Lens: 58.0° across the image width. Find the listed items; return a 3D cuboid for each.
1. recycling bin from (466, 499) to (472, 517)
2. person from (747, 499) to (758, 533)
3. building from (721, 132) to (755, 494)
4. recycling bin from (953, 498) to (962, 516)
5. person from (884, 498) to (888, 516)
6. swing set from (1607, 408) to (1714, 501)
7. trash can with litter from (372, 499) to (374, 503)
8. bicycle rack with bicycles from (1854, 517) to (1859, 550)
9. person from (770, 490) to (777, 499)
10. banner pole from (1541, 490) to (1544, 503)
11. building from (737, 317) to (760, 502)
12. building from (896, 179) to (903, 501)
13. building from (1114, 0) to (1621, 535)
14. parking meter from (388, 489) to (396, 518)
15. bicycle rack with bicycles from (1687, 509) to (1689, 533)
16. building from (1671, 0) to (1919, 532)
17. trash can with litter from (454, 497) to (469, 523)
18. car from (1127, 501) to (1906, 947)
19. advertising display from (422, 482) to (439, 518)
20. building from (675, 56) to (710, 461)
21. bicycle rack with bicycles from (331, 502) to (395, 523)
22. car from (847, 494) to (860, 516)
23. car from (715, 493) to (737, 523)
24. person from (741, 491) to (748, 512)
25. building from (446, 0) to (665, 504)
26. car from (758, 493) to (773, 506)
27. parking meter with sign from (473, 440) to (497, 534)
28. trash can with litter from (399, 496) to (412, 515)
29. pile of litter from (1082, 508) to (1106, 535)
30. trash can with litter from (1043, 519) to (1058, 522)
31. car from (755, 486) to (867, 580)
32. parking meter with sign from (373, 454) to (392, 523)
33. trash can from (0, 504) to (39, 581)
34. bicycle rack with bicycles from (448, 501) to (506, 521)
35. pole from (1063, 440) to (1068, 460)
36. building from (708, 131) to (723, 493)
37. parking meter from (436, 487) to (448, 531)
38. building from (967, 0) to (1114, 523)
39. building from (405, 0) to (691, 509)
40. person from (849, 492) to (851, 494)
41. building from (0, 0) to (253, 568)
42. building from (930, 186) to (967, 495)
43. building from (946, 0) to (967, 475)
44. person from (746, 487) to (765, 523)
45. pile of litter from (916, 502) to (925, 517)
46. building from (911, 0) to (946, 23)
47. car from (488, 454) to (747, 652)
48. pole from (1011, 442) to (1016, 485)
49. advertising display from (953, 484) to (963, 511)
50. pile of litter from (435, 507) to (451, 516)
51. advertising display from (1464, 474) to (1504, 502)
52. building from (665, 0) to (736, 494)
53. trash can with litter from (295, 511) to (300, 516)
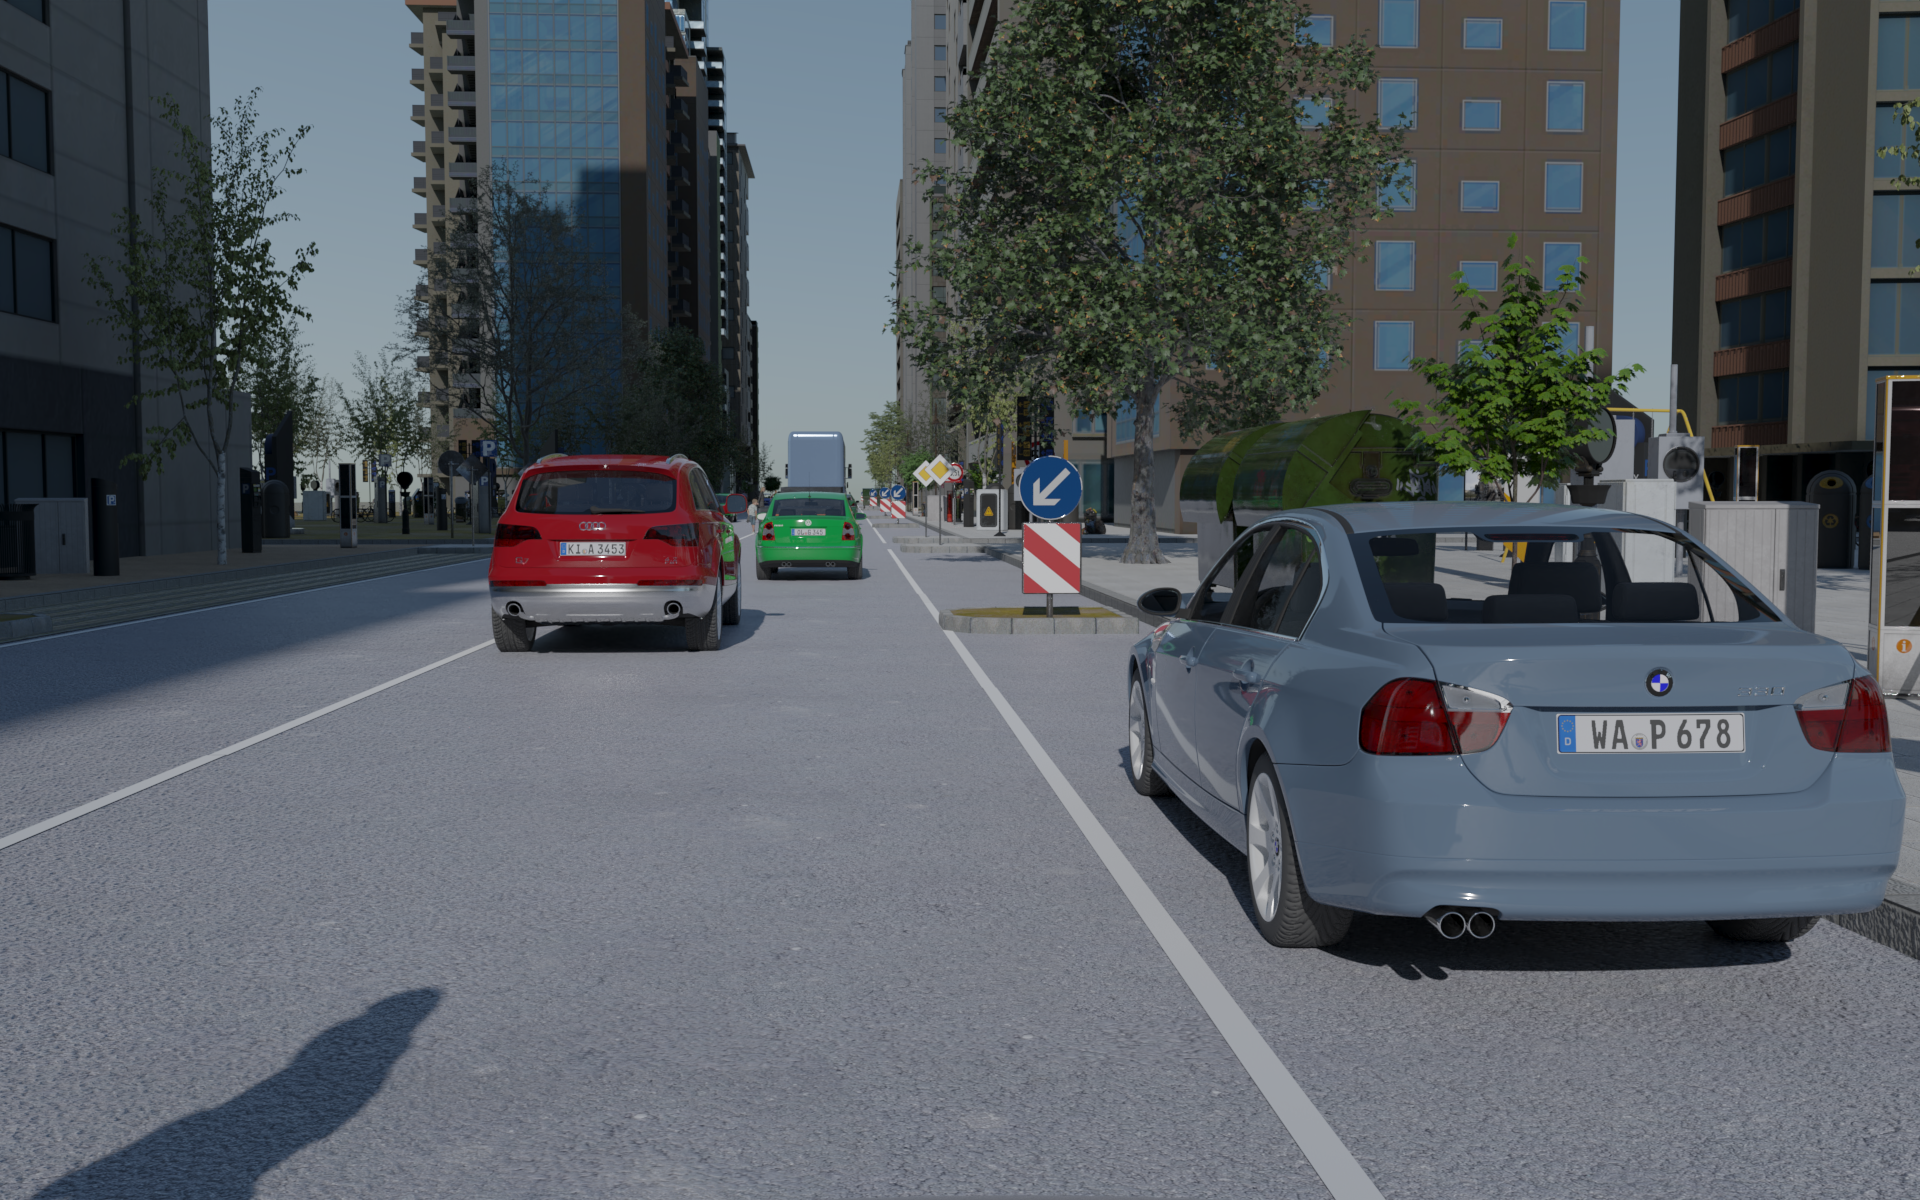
[{"bbox_3d":[-27.297,-5.101,95.954,0.722,1.027,0.722,-2,4,-25],"label":"recycling bin"},{"bbox_3d":[-7.521,-3.038,62.859,0.352,1.250,0.332,-2,4,-35],"label":"person"},{"bbox_3d":[-45.059,-40.718,254.981,28.713,52.752,27.495,0,4,-4],"label":"building"},{"bbox_3d":[-0.314,-5.471,102.012,0.722,1.027,0.722,-1,4,-9],"label":"recycling bin"},{"bbox_3d":[-4.840,-6.152,113.371,0.425,1.301,0.394,1,4,14],"label":"person"},{"bbox_3d":[12.103,-2.081,31.642,3.119,2.851,2.862,-1,4,-21],"label":"swing set"},{"bbox_3d":[-33.442,-5.395,99.593,0.624,1.170,1.055,-1,4,-15],"label":"trash can with litter"},{"bbox_3d":[19.457,-1.652,40.386,2.852,0.926,2.925,-3,4,-36],"label":"bicycle rack with bicycles"},{"bbox_3d":[-18.885,-10.357,177.801,1.348,1.831,0.705,-2,4,-26],"label":"person"},{"bbox_3d":[17.347,-3.808,52.277,0.863,3.779,0.401,0,4,7],"label":"banner pole"},{"bbox_3d":[-39.543,-30.900,276.917,14.160,30.474,14.107,0,4,-4],"label":"building"},{"bbox_3d":[1.618,-38.497,253.132,21.300,48.544,21.600,0,4,-4],"label":"building"},{"bbox_3d":[13.236,-25.100,60.494,14.200,45.320,14.600,0,4,-4],"label":"building"},{"bbox_3d":[-30.960,-5.260,94.406,0.372,1.533,0.369,0,3,0],"label":"parking meter"},{"bbox_3d":[19.128,-1.826,43.236,2.925,0.926,2.852,-2,4,-32],"label":"bicycle rack with bicycles"},{"bbox_3d":[42.467,-25.172,66.192,28.867,44.769,22.147,0,4,-4],"label":"building"},{"bbox_3d":[-22.470,-4.080,78.097,0.624,1.170,1.055,-1,4,-14],"label":"trash can with litter"},{"bbox_3d":[1.768,0.318,6.800,2.014,1.417,4.499,0,4,-3],"label":"car"},{"bbox_3d":[-28.188,-5.325,92.282,0.123,1.923,0.974,3,5,42],"label":"advertising display"},{"bbox_3d":[-32.712,-32.059,174.276,14.600,45.320,14.200,0,4,-4],"label":"building"},{"bbox_3d":[-27.397,-4.029,79.248,2.925,0.926,2.852,-2,4,-27],"label":"bicycle rack with bicycles"},{"bbox_3d":[-6.756,-5.299,98.444,2.131,1.459,4.920,0,4,-5],"label":"car"},{"bbox_3d":[-12.283,-4.831,87.787,1.959,1.807,4.718,0,4,-4],"label":"car"},{"bbox_3d":[-17.343,-7.946,139.362,0.756,1.711,0.436,2,4,25],"label":"person"},{"bbox_3d":[-29.910,-29.435,131.380,14.600,45.320,14.200,0,4,-4],"label":"building"},{"bbox_3d":[-21.260,-11.004,189.512,1.945,1.707,3.694,0,4,-5],"label":"car"},{"bbox_3d":[-15.568,-3.684,56.492,0.543,3.016,1.738,-2,4,-29],"label":"parking meter with sign"},{"bbox_3d":[-34.351,-5.874,107.425,0.624,1.170,1.055,1,4,11],"label":"trash can with litter"},{"bbox_3d":[3.960,-2.530,55.330,1.719,0.858,1.176,-2,4,-25],"label":"pile of litter"},{"bbox_3d":[3.230,-2.807,57.279,1.055,1.170,0.624,0,4,6],"label":"trash can with litter"},{"bbox_3d":[-2.605,-1.314,30.278,1.959,1.807,4.718,0,4,-4],"label":"car"},{"bbox_3d":[-25.532,-4.901,76.386,0.543,3.016,1.738,-2,4,-31],"label":"parking meter with sign"},{"bbox_3d":[-14.163,-0.870,25.875,0.748,1.137,0.748,0,3,0],"label":"trash can"},{"bbox_3d":[-23.551,-4.335,84.251,2.925,0.926,2.852,0,4,7],"label":"bicycle rack with bicycles"},{"bbox_3d":[3.985,-4.383,65.505,0.158,3.312,0.155,0,3,0],"label":"pole"},{"bbox_3d":[-33.585,-30.914,189.045,14.154,41.232,14.086,0,4,-4],"label":"building"},{"bbox_3d":[-18.266,-3.220,61.055,0.372,1.533,0.369,0,3,0],"label":"parking meter"},{"bbox_3d":[11.671,-28.288,86.217,21.300,48.544,21.600,0,4,-4],"label":"building"},{"bbox_3d":[-35.534,-30.456,152.576,22.147,44.769,28.867,0,4,-4],"label":"building"},{"bbox_3d":[-14.611,-13.421,228.658,1.217,1.735,0.721,-3,5,-42],"label":"person"},{"bbox_3d":[-26.836,-36.147,29.248,20.611,71.187,20.563,0,4,-4],"label":"building"},{"bbox_3d":[4.033,-24.051,164.934,14.160,30.474,14.107,0,4,-4],"label":"building"},{"bbox_3d":[12.937,-33.931,144.017,28.713,52.752,27.495,0,4,-4],"label":"building"},{"bbox_3d":[-10.159,-4.775,86.793,0.699,1.804,1.509,3,4,37],"label":"person"},{"bbox_3d":[-1.758,-5.150,98.163,1.176,0.858,1.719,-2,4,-28],"label":"pile of litter"},{"bbox_3d":[5.296,-39.347,185.322,21.231,58.520,28.212,0,4,-4],"label":"building"},{"bbox_3d":[-3.305,-0.528,17.301,2.281,1.827,5.304,0,4,-4],"label":"car"},{"bbox_3d":[2.086,-4.497,67.370,0.158,3.312,0.155,0,3,0],"label":"pole"},{"bbox_3d":[0.011,-6.681,114.447,0.974,1.923,0.123,-1,4,-13],"label":"advertising display"},{"bbox_3d":[-29.766,-5.239,99.630,1.176,0.858,1.719,-1,4,-10],"label":"pile of litter"},{"bbox_3d":[11.898,-2.079,39.199,0.974,1.923,0.123,2,4,29],"label":"advertising display"},{"bbox_3d":[-40.302,-55.774,224.576,22.319,86.520,31.000,0,4,-4],"label":"building"},{"bbox_3d":[-38.665,-5.416,99.945,1.055,1.170,0.624,-1,4,-11],"label":"trash can with litter"}]
